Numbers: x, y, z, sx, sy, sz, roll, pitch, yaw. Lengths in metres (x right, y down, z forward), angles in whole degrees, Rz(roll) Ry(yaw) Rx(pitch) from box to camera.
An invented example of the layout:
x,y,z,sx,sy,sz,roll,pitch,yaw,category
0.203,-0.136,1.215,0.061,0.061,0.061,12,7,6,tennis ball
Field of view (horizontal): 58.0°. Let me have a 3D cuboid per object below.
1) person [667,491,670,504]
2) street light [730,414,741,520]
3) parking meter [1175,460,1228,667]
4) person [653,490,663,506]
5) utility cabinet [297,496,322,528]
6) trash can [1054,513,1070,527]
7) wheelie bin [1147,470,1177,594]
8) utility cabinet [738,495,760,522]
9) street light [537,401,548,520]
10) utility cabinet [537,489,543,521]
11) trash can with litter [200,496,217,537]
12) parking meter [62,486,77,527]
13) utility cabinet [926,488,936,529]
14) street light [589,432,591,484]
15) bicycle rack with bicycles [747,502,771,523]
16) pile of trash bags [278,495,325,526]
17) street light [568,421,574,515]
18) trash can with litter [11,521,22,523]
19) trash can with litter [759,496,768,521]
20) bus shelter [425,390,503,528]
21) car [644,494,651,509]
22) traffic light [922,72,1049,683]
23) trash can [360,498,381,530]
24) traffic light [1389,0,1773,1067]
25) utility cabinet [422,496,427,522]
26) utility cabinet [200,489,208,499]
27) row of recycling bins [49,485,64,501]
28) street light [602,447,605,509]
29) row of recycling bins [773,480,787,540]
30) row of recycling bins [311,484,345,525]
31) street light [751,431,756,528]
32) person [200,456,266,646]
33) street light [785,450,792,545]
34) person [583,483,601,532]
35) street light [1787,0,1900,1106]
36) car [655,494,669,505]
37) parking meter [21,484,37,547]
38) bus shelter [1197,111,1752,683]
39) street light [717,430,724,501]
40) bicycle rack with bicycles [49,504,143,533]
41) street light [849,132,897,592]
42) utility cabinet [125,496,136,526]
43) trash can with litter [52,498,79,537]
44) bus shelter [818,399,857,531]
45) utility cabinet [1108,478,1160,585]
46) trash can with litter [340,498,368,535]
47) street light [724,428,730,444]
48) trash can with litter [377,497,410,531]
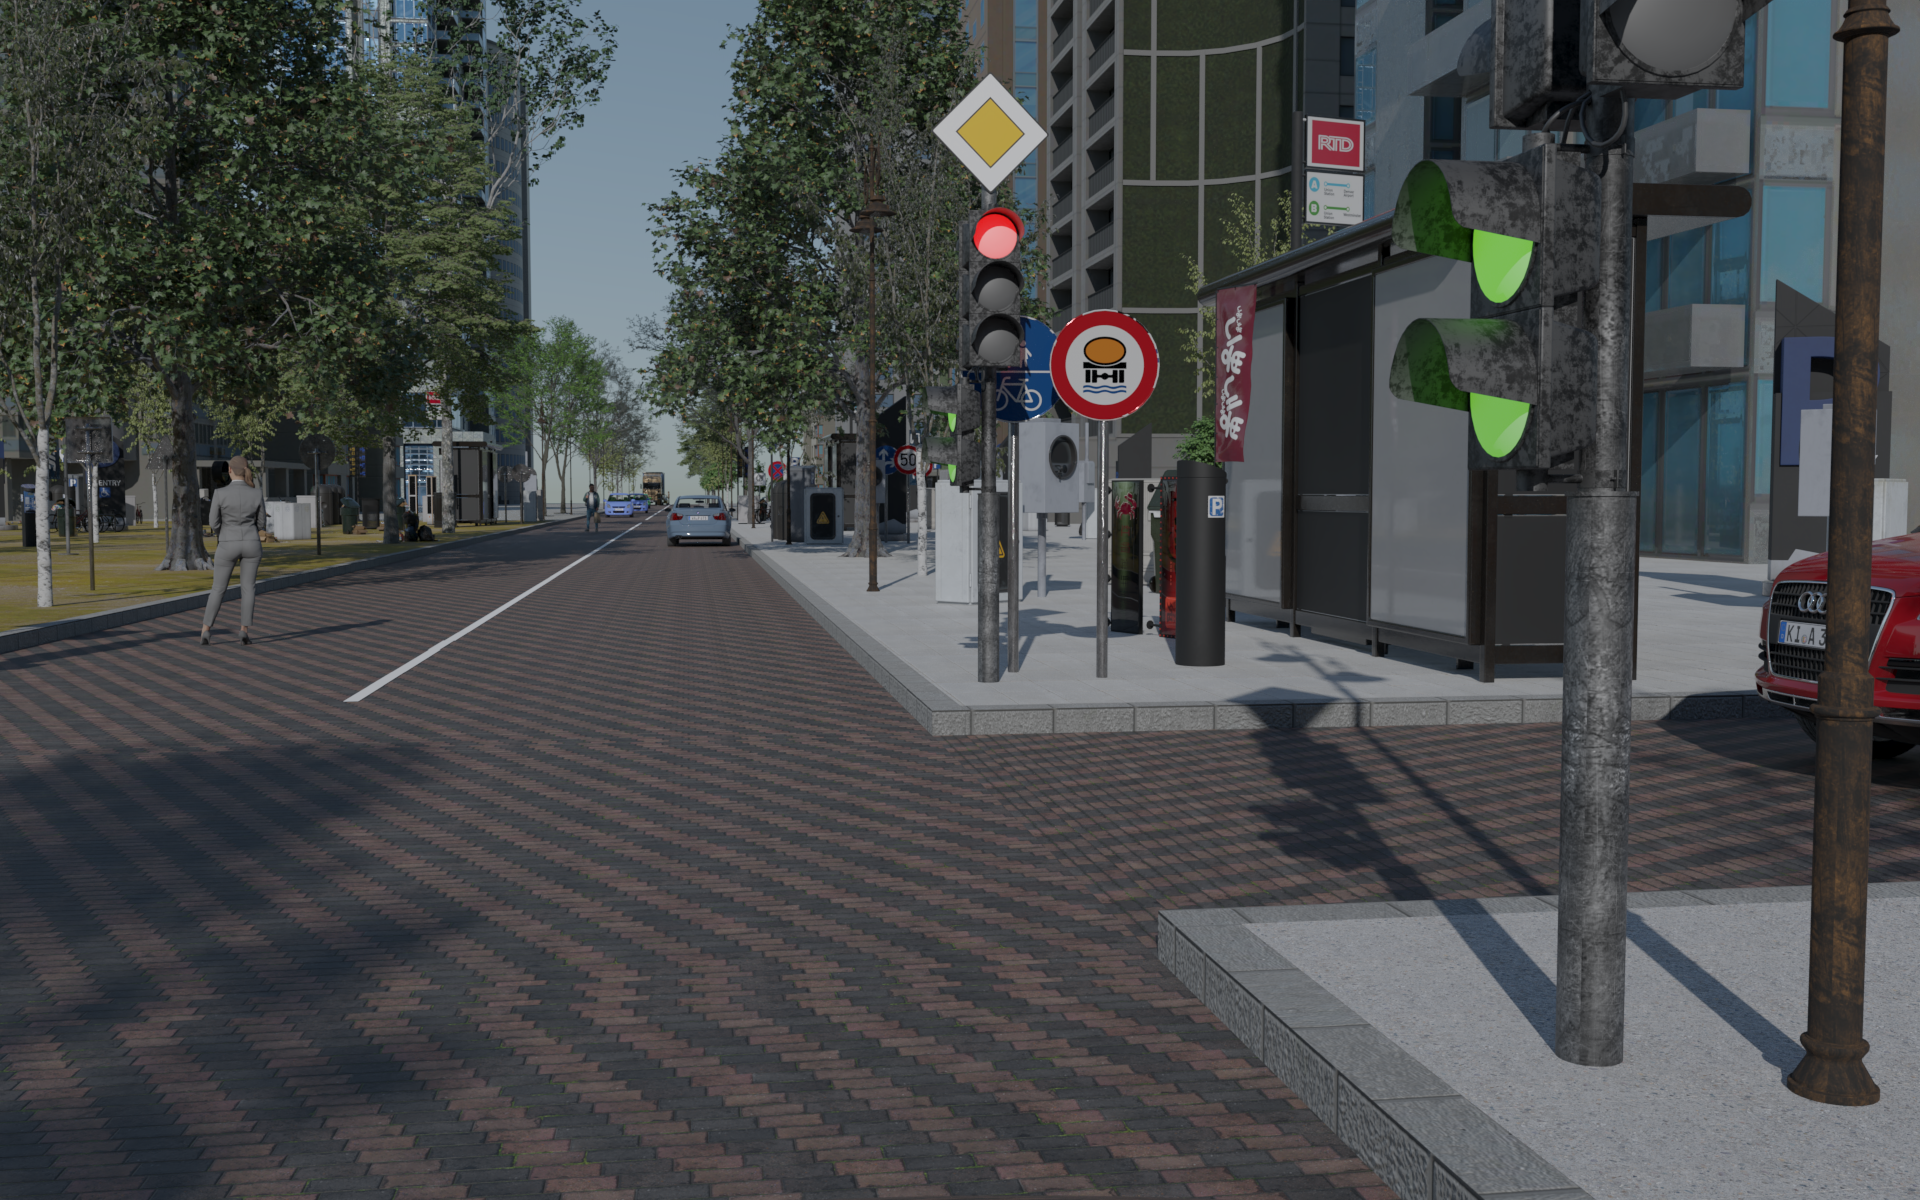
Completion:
x,y,z,sx,sy,sz,roll,pitch,yaw,category
-40.697,-14.267,241.770,0.705,1.823,1.348,-1,4,-19,person
-10.995,-6.905,85.683,0.468,5.910,1.993,-1,4,-9,street light
1.809,-0.281,13.000,0.372,1.533,0.369,0,3,0,parking meter
-36.125,-12.197,207.544,1.348,1.869,0.705,-2,4,-34,person
-24.851,-3.364,66.157,1.020,1.237,0.306,2,4,29,utility cabinet
4.018,-3.449,68.038,0.748,1.137,0.748,0,3,0,trash can
2.847,-0.880,22.295,0.693,1.594,0.980,-3,5,-39,wheelie bin
-9.718,-4.194,79.736,1.020,1.237,0.306,2,4,29,utility cabinet
-20.764,-6.935,86.168,0.468,5.910,1.993,-1,4,-9,street light
-20.398,-4.553,83.127,0.318,1.500,1.173,-3,4,-36,utility cabinet
-22.820,-2.485,51.689,1.678,1.210,2.233,1,4,10,trash can with litter
-27.209,-2.722,52.915,0.372,1.533,0.369,0,3,0,parking meter
-0.785,-3.329,63.104,1.173,1.500,0.318,-1,4,-15,utility cabinet
-27.491,-9.533,128.658,0.468,5.910,1.993,-1,4,-9,street light
-8.357,-3.892,77.012,2.852,0.926,2.925,3,5,39,bicycle rack with bicycles
-26.971,-3.603,68.660,3.447,1.369,1.912,-1,4,-13,pile of trash bags
-24.151,-8.236,107.445,0.468,5.910,1.993,-1,4,-9,street light
-40.860,-3.992,76.330,1.678,1.210,2.233,-1,4,-19,trash can with litter
-9.618,-4.314,81.915,1.055,1.170,0.624,0,4,-8,trash can with litter
-19.992,-5.639,69.824,2.179,5.291,8.768,-1,4,-9,bus shelter
-31.314,-9.867,170.126,1.959,1.807,4.718,-1,4,-11,car
0.176,-1.395,11.721,0.839,4.253,0.868,-1,4,-9,traffic light
-21.324,-3.122,62.695,0.748,1.137,0.748,0,3,0,trash can
1.415,-0.912,3.833,0.839,4.253,0.868,-1,4,-9,traffic light
-24.681,-4.250,80.657,0.306,1.237,1.020,0,4,8,utility cabinet
-33.353,-4.084,75.459,1.173,1.500,0.318,1,4,12,utility cabinet
-41.099,-4.446,79.810,1.069,1.692,3.534,2,4,31,row of recycling bins
-30.783,-10.814,149.590,0.468,5.910,1.993,-1,4,-9,street light
-4.888,-2.606,49.713,1.069,1.692,3.534,0,4,-8,row of recycling bins
-26.533,-4.023,72.883,1.069,1.692,3.534,-1,4,-9,row of recycling bins
-7.741,-5.624,64.745,0.468,5.910,1.993,-1,4,-9,street light
-6.909,-0.469,16.446,0.573,1.790,0.520,3,5,41,person
-4.336,-4.339,43.726,0.468,5.910,1.993,-1,4,-9,street light
-13.617,-3.413,64.289,0.794,1.824,0.713,1,4,15,person
1.873,-1.881,3.537,0.468,5.910,1.993,-1,4,-9,street light
-40.022,-13.586,232.353,2.015,1.641,3.980,0,4,-7,car
-22.700,-2.071,42.280,0.372,1.533,0.369,0,3,0,parking meter
3.682,-2.343,15.936,2.179,5.291,8.768,-1,4,-9,bus shelter
-16.289,-8.942,118.992,0.468,5.910,1.993,-1,4,-9,street light
-29.036,-2.681,57.223,2.852,0.926,2.925,2,4,35,bicycle rack with bicycles
-1.144,-3.049,22.645,0.468,5.910,1.993,-1,4,-9,street light
-33.975,-3.609,70.167,0.306,1.237,1.020,3,5,44,utility cabinet
-26.840,-2.484,51.995,0.624,1.170,1.055,-1,4,-19,trash can with litter
-4.038,-5.274,63.858,2.179,5.291,8.768,-1,4,-9,bus shelter
2.618,-0.954,24.279,1.173,1.500,0.318,2,4,28,utility cabinet
-19.182,-2.665,54.966,1.055,1.170,0.624,3,4,36,trash can with litter
-12.868,-7.628,97.500,0.468,5.910,1.993,-1,4,-9,street light
-19.608,-2.965,59.869,0.624,1.170,1.055,2,4,27,trash can with litter
